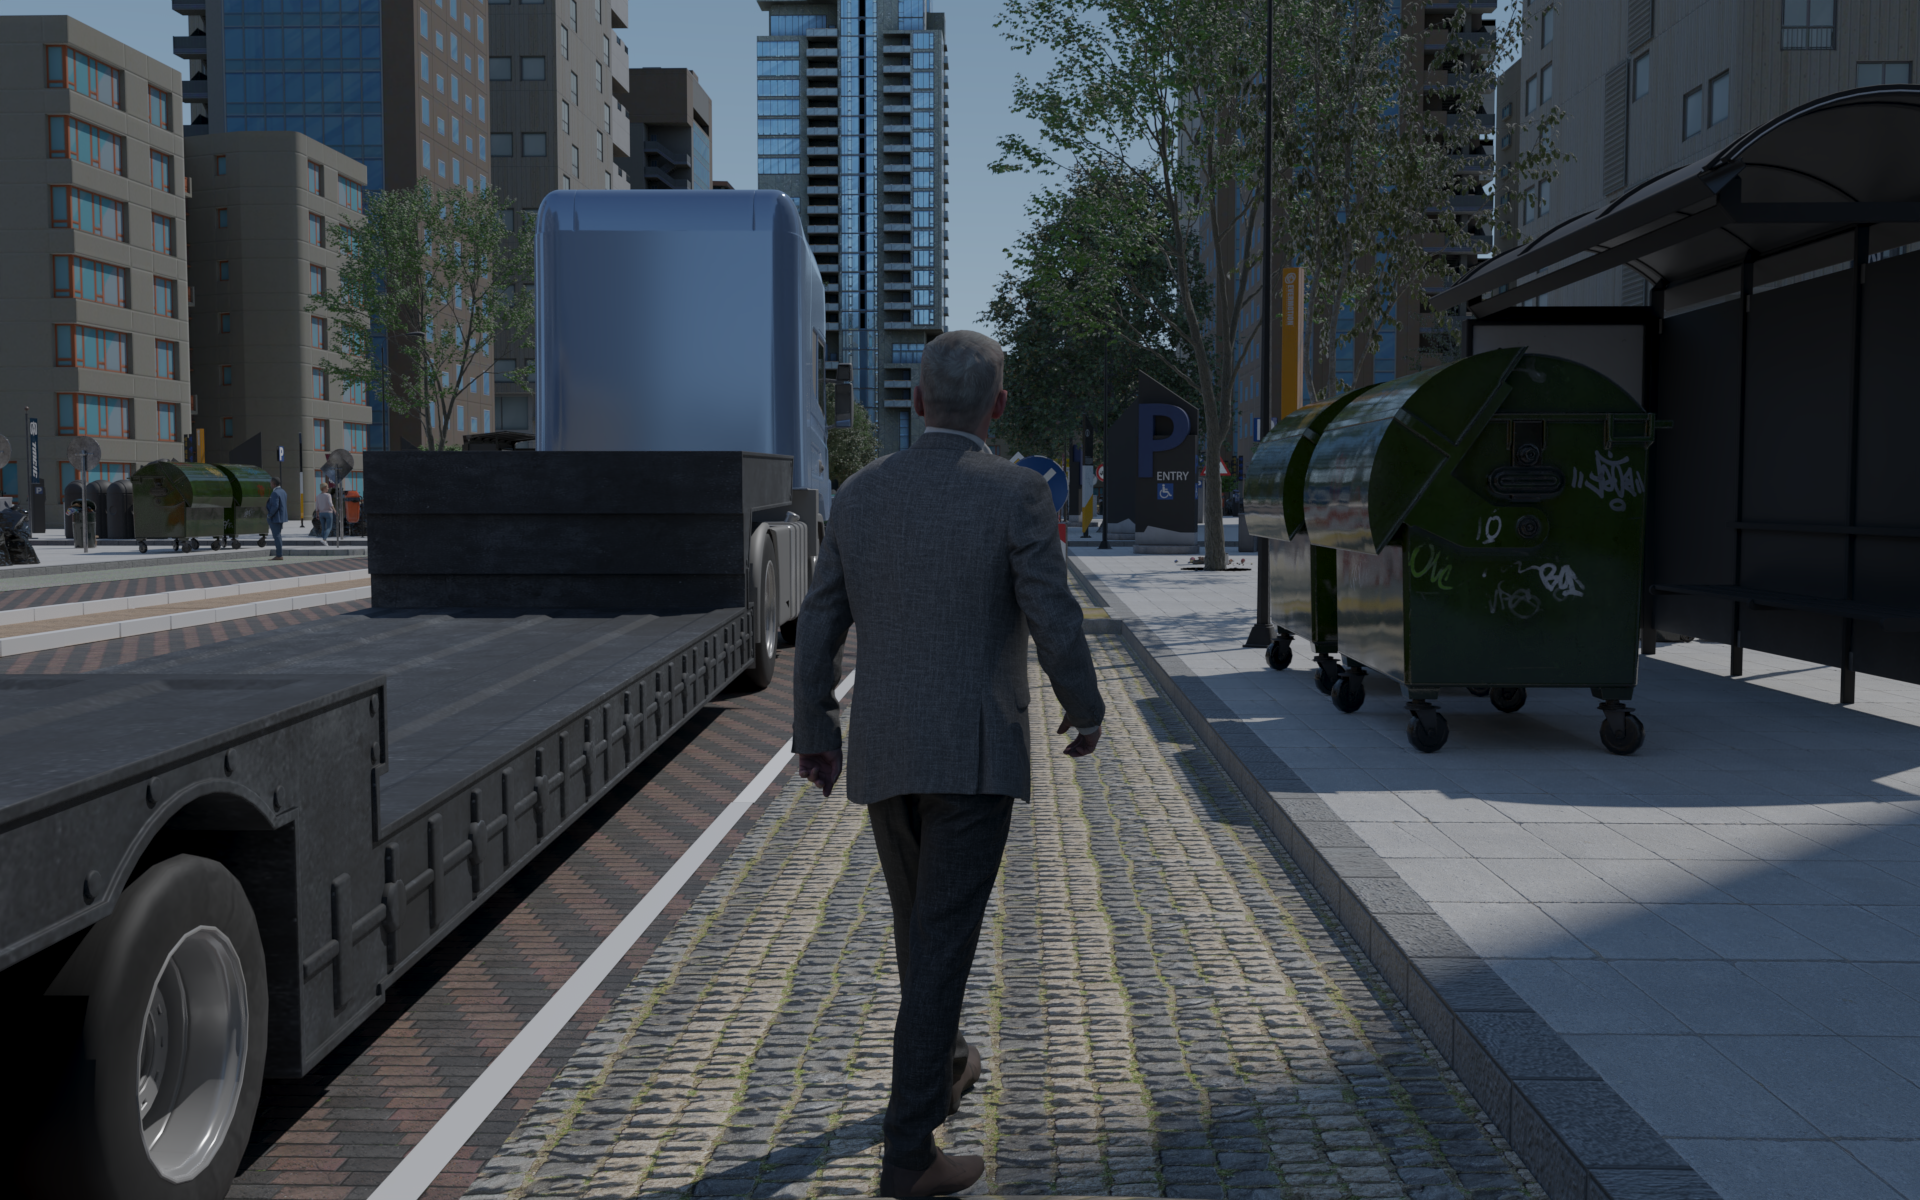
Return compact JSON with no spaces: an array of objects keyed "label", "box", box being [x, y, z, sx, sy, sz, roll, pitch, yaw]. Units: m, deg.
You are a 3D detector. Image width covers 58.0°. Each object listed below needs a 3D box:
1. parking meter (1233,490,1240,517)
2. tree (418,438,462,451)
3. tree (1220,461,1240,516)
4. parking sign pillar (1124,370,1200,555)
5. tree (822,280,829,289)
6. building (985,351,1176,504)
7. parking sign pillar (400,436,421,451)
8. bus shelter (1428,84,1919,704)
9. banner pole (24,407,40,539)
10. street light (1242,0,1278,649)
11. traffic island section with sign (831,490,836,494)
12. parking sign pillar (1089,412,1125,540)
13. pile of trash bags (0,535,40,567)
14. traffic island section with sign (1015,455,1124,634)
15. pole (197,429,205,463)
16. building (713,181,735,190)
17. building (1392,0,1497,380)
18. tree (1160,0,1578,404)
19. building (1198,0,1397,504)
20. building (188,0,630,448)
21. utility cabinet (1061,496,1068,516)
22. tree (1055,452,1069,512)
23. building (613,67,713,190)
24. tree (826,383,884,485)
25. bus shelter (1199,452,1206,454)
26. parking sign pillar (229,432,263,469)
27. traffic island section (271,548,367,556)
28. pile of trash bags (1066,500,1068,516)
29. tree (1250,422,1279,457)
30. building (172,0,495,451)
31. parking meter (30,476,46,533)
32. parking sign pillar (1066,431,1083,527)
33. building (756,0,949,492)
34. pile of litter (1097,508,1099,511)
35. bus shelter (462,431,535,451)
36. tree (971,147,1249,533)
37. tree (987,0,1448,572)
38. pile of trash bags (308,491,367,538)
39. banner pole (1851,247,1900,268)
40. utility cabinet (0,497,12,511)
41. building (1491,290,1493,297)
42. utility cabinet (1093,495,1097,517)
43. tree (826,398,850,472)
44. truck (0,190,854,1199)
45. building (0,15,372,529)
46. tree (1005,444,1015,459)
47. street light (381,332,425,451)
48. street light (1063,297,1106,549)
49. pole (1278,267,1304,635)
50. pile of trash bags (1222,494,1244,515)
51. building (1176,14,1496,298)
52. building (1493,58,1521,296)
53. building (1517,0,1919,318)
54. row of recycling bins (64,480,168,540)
[{"label":"parking meter","box":[15.536,-5.443,97.404,0.372,1.533,0.369,0,3,0]},{"label":"tree","box":[-28.934,-6.910,96.693,4.285,4.588,4.351,0,3,0]},{"label":"tree","box":[15.234,-6.476,100.480,1.663,3.219,1.824,0,3,0]},{"label":"parking sign pillar","box":[4.459,-2.987,37.311,1.447,3.967,1.447,1,4,17]},{"label":"tree","box":[-16.076,-16.506,125.768,12.611,20.169,13.585,0,3,0]},{"label":"building","box":[16.033,-23.836,234.751,28.899,21.520,27.650,0,4,2]},{"label":"parking sign pillar","box":[-25.553,-5.681,81.357,1.447,3.967,1.447,-3,5,-43]},{"label":"bus shelter","box":[4.724,-1.066,11.345,2.014,3.302,5.546,0,4,2]},{"label":"banner pole","box":[-26.701,-3.660,49.859,0.401,3.779,0.863,0,4,-3]},{"label":"street light","box":[2.006,-2.559,14.386,1.470,5.913,1.316,0,4,2]},{"label":"traffic island section with sign","box":[-11.064,-8.704,150.939,1.989,1.847,2.006,0,4,2]},{"label":"parking sign pillar","box":[4.711,-3.672,48.502,1.447,3.967,1.447,-2,4,-34]},{"label":"pile of trash bags","box":[-18.484,-1.320,31.327,3.447,1.369,1.912,1,4,15]},{"label":"traffic island section with sign","box":[0.704,-0.607,18.555,1.989,1.847,2.006,0,4,2]},{"label":"pole","box":[-23.729,-3.691,54.189,0.158,3.312,0.155,0,3,0]},{"label":"building","box":[-44.580,-35.451,234.255,28.867,44.769,22.147,0,4,2]},{"label":"building","box":[26.509,-28.456,115.368,14.600,45.320,14.200,0,4,2]},{"label":"tree","box":[4.198,-4.173,18.587,4.360,8.622,3.978,0,3,0]},{"label":"building","box":[28.349,-30.563,149.819,14.600,45.320,14.200,0,4,2]},{"label":"building","box":[-41.969,-33.570,138.107,28.713,52.752,27.495,0,4,2]},{"label":"utility cabinet","box":[6.390,-5.616,102.991,1.020,1.237,0.306,1,4,16]},{"label":"tree","box":[5.656,-8.725,93.016,4.737,8.622,4.395,0,3,0]},{"label":"building","box":[-33.835,-32.394,179.749,14.200,45.320,14.600,0,4,2]},{"label":"tree","box":[-13.384,-15.369,168.287,9.611,12.733,9.660,0,3,0]},{"label":"bus shelter","box":[8.299,-4.519,67.808,2.014,3.302,5.546,0,4,2]},{"label":"parking sign pillar","box":[-30.739,-5.268,74.597,1.447,3.967,1.447,-1,4,-19]},{"label":"traffic island section","box":[-14.842,-1.161,41.259,2.009,0.180,2.903,0,4,2]},{"label":"pile of trash bags","box":[6.415,-5.608,101.450,3.447,1.369,1.912,1,4,17]},{"label":"tree","box":[13.617,-5.389,71.822,4.285,4.588,4.351,0,3,0]},{"label":"building","box":[-37.757,-27.895,106.197,14.600,45.320,14.200,0,4,2]},{"label":"parking meter","box":[-30.118,-3.113,56.604,0.255,1.863,0.399,3,5,44]},{"label":"parking sign pillar","box":[4.727,-4.867,68.044,1.447,3.967,1.447,2,4,26]},{"label":"building","box":[-14.538,-56.176,231.142,31.000,86.520,22.319,0,4,2]},{"label":"pile of litter","box":[9.966,-6.599,121.861,1.719,0.858,1.176,-1,4,-11]},{"label":"bus shelter","box":[-17.562,-4.653,67.367,1.731,3.624,6.357,0,4,2]},{"label":"tree","box":[4.936,-8.591,57.475,9.611,12.733,9.660,0,3,0]},{"label":"tree","box":[4.290,-6.304,28.829,9.928,11.665,9.643,0,3,0]},{"label":"pile of trash bags","box":[-18.475,-2.595,52.179,1.912,1.369,3.447,-2,4,-27]},{"label":"banner pole","box":[7.044,-1.427,13.354,0.863,3.779,0.401,-2,4,-34]},{"label":"utility cabinet","box":[-19.255,-1.430,34.541,1.020,1.237,0.306,3,5,40]},{"label":"building","box":[65.015,-27.822,226.585,14.107,30.474,14.160,0,4,2]},{"label":"utility cabinet","box":[7.328,-5.310,97.983,0.306,1.237,1.020,3,5,41]},{"label":"tree","box":[-13.562,-13.525,155.545,8.767,10.594,7.601,1,4,11]},{"label":"truck","box":[-2.604,-1.213,9.587,2.967,4.110,18.799,0,4,0]},{"label":"building","box":[-45.501,-14.227,77.657,27.650,21.520,28.899,0,4,2]},{"label":"tree","box":[9.475,-17.995,200.868,9.857,13.997,8.962,0,3,0]},{"label":"street light","box":[-16.010,-4.722,49.753,1.470,5.913,1.316,0,4,2]},{"label":"street light","box":[2.833,-4.137,40.188,1.470,5.913,1.316,0,4,2]},{"label":"pole","box":[3.013,-1.340,15.746,0.158,3.312,0.155,0,3,0]},{"label":"pile of trash bags","box":[16.318,-5.784,104.323,1.912,1.369,3.447,2,4,32]},{"label":"building","box":[35.960,-35.546,170.421,28.713,52.752,27.495,0,4,2]},{"label":"building","box":[66.700,-33.578,172.698,21.600,48.544,21.300,0,4,2]},{"label":"building","box":[40.894,-29.626,73.623,27.495,52.752,28.713,0,4,2]},{"label":"row of recycling bins","box":[-24.182,-2.597,49.582,3.534,1.692,1.069,1,4,21]}]
